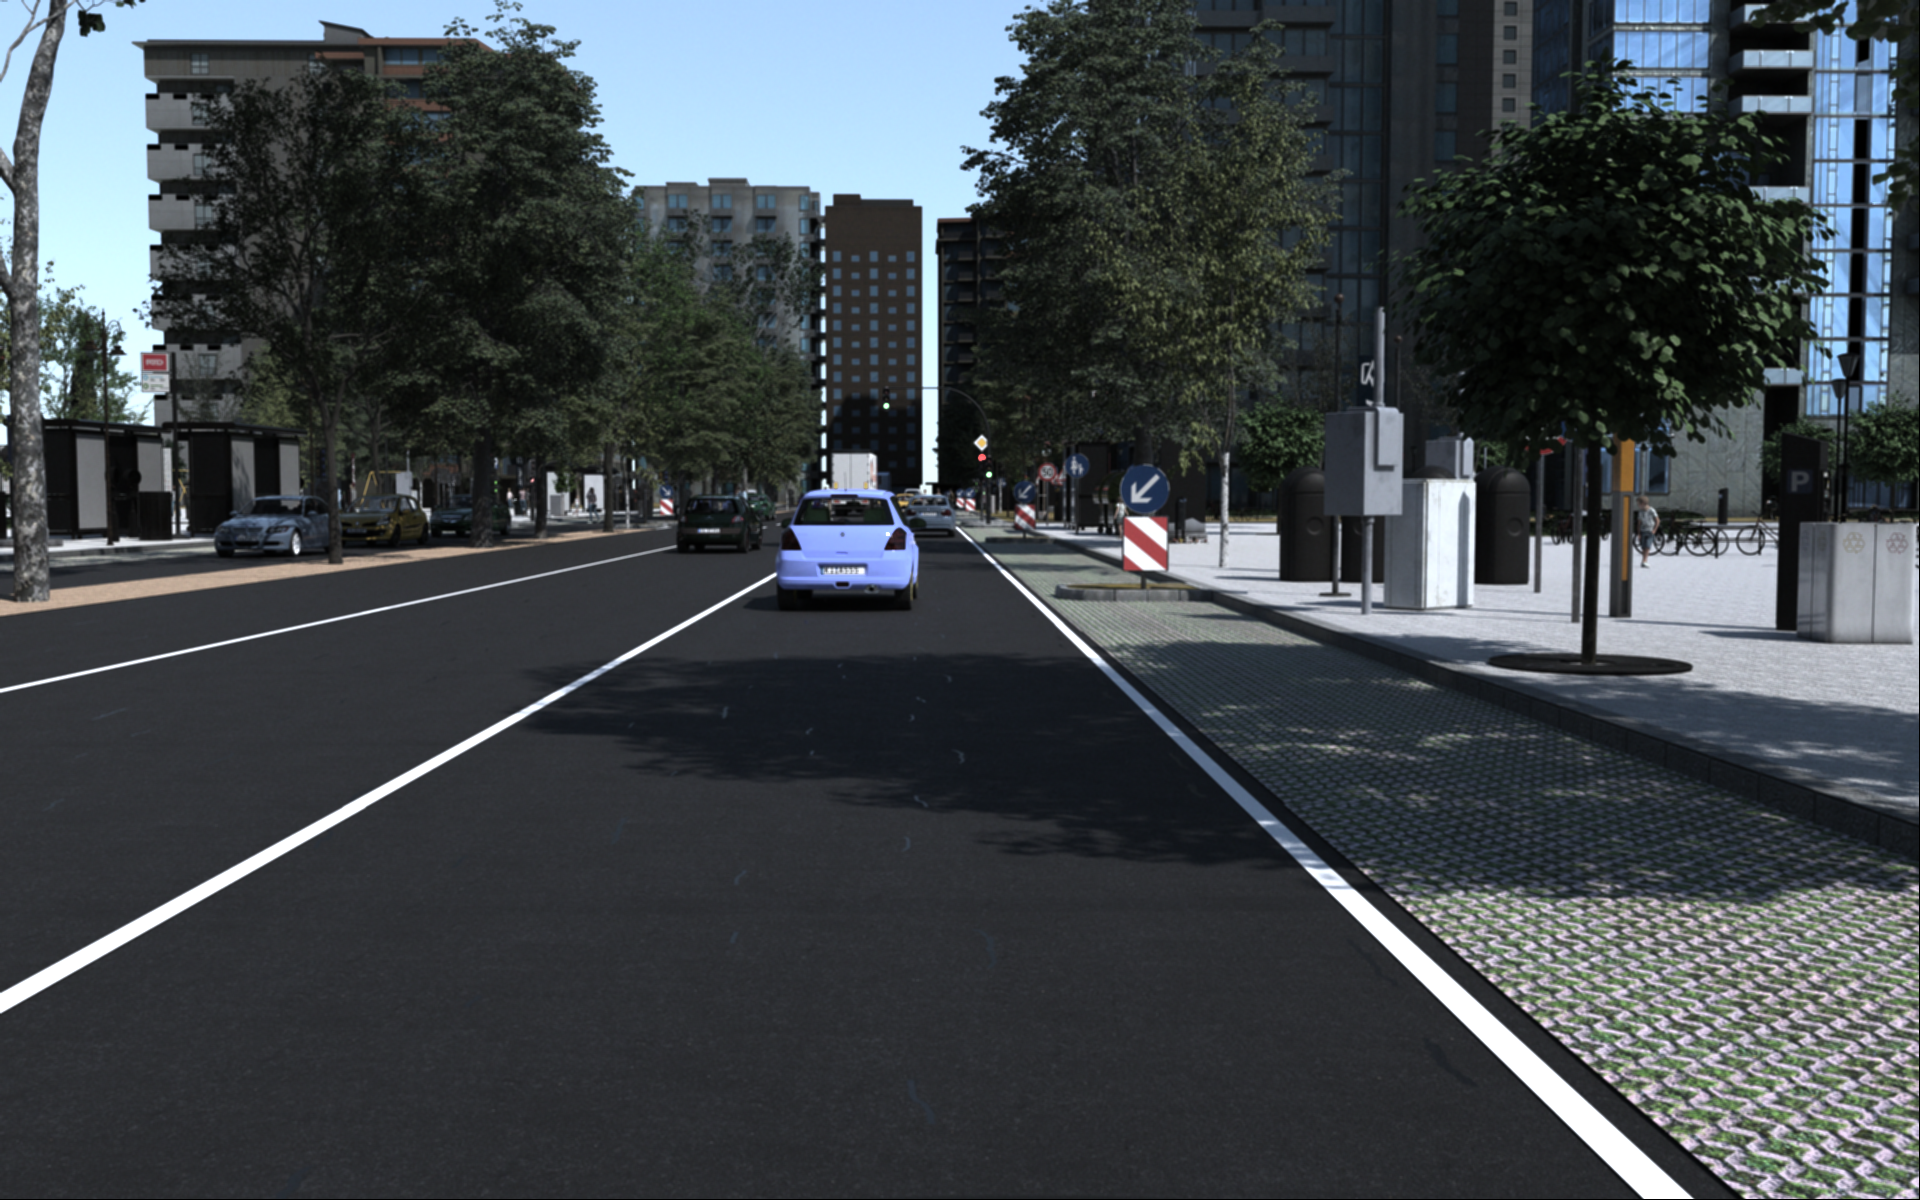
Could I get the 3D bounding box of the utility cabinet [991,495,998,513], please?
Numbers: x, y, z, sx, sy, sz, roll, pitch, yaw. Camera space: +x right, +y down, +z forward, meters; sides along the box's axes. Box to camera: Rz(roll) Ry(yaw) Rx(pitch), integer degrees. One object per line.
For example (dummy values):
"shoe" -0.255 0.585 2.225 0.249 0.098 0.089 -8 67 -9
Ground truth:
"utility cabinet" 2.049 -6.459 116.766 0.306 1.237 1.020 -1 4 -22

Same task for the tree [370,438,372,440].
"tree" -48.801 -12.140 148.850 4.360 8.622 3.978 0 3 0

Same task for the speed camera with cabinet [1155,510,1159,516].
"speed camera with cabinet" 8.389 -4.708 71.316 2.038 3.252 0.660 0 4 -7

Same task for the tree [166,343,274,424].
"tree" -36.745 -8.248 85.213 4.360 8.622 3.978 0 3 0

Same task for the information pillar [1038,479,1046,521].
"information pillar" 3.938 -4.797 82.921 0.304 2.012 0.304 2 4 25

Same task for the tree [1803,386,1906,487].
"tree" 29.203 -4.316 54.277 4.285 4.588 4.351 0 3 0

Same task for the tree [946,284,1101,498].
"tree" 3.934 -10.591 91.294 7.486 12.596 7.792 0 3 0

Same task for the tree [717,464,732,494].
"tree" -24.744 -14.037 179.859 4.360 8.622 3.978 0 3 0

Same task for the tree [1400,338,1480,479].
"tree" 16.957 -6.564 57.686 4.360 8.622 3.978 0 3 0

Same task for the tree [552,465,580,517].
"tree" -22.739 -6.374 98.819 1.663 3.219 1.824 0 3 0

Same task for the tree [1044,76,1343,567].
"tree" 4.409 -4.885 30.240 4.737 8.622 4.395 0 3 0

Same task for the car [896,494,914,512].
"car" -3.514 -6.177 111.213 2.015 1.641 3.980 0 4 -3

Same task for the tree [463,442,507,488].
"tree" -41.137 -12.173 149.398 4.737 8.622 4.395 0 3 0

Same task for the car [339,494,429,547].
"car" -16.124 -2.323 48.198 2.015 1.641 3.980 0 4 0

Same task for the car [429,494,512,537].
"car" -16.660 -2.891 59.074 2.131 1.459 4.920 0 4 0

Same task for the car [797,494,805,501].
"car" -19.084 -12.588 214.850 2.155 1.783 4.494 0 4 0

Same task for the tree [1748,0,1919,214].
"tree" 5.747 -5.351 5.618 7.486 12.596 7.792 0 3 0

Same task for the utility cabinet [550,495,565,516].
"utility cabinet" -24.178 -5.680 104.022 1.020 1.237 0.306 3 4 37

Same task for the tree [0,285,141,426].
"tree" -45.692 -9.902 87.656 9.928 11.665 9.643 0 3 0

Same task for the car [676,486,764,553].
"car" -5.980 -2.052 43.337 2.009 1.686 4.222 0 4 0

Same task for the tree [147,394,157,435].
"tree" -48.477 -9.133 99.686 4.737 8.622 4.395 0 3 0

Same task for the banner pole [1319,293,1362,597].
"banner pole" 4.692 -1.925 21.486 0.401 3.779 0.863 1 4 9

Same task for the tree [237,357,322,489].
"tree" -37.982 -8.916 96.132 4.737 8.622 4.395 0 3 0

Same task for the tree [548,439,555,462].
"tree" -30.549 -11.719 141.973 4.737 8.622 4.395 0 3 0

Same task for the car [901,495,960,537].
"car" -1.023 -2.861 58.781 2.014 1.417 4.499 0 4 0

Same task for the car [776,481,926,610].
"car" -1.416 -0.800 22.669 1.945 1.707 3.694 0 3 0

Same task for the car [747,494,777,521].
"car" -11.003 -4.994 93.450 2.131 1.459 4.920 0 4 -1

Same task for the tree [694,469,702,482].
"tree" -24.919 -15.135 154.107 9.857 13.997 8.962 0 3 0

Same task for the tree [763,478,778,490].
"tree" -25.326 -17.758 224.759 7.601 10.594 8.767 0 4 3

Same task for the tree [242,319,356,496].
"tree" -42.752 -11.854 111.932 7.486 12.596 7.792 0 3 0

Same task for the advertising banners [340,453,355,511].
"advertising banners" -25.595 -4.668 72.510 0.090 3.025 2.074 0 4 -3

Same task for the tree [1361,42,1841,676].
"tree" 4.613 -1.780 12.822 4.285 4.588 4.351 0 3 0

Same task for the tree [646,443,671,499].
"tree" -24.914 -12.004 146.620 4.360 8.622 3.978 0 3 0

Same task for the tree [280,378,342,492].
"tree" -38.674 -9.263 101.817 4.360 8.622 3.978 0 3 0

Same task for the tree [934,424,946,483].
"tree" 0.055 -18.963 228.175 7.486 12.596 7.792 0 3 0

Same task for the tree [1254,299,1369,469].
"tree" 13.084 -6.958 64.129 4.360 8.622 3.978 0 3 0

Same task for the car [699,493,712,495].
"car" -21.460 -8.355 146.199 1.945 1.707 3.694 0 4 1

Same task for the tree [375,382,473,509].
"tree" -32.699 -9.493 105.570 4.360 8.622 3.978 0 3 0

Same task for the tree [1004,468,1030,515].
"tree" 3.565 -6.827 106.230 1.663 3.219 1.824 0 3 0

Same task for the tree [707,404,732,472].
"tree" -25.076 -15.906 170.430 12.009 13.543 11.850 0 3 0

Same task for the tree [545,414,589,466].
"tree" -31.277 -11.434 137.308 4.360 8.622 3.978 0 3 0

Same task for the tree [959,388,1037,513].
"tree" 2.862 -10.187 116.926 4.360 8.622 3.978 0 3 0

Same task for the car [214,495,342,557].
"car" -15.986 -1.762 40.818 2.014 1.417 4.499 0 4 -2

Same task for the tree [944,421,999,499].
"tree" 1.550 -16.067 197.109 7.601 10.594 8.767 0 4 2

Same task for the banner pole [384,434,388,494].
"banner pole" -24.011 -5.046 72.524 0.401 3.779 0.863 -1 4 -21

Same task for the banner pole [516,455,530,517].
"banner pole" -24.708 -6.594 97.829 0.401 3.779 0.863 3 5 43

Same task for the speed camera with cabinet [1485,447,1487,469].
"speed camera with cabinet" 8.428 -2.108 28.797 0.660 3.252 2.038 3 5 40

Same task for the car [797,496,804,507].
"car" -10.873 -6.940 126.049 1.945 1.354 3.894 0 3 0

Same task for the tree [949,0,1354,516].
"tree" 4.428 -8.247 41.498 9.857 13.997 8.962 0 3 0

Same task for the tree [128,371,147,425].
"tree" -47.849 -8.788 94.049 4.737 8.622 4.395 0 3 0

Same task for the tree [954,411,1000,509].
"tree" 1.830 -11.947 145.698 4.737 8.622 4.395 0 3 0

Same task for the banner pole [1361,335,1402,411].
"banner pole" 6.683 -2.289 27.446 0.863 3.779 0.401 0 3 0
